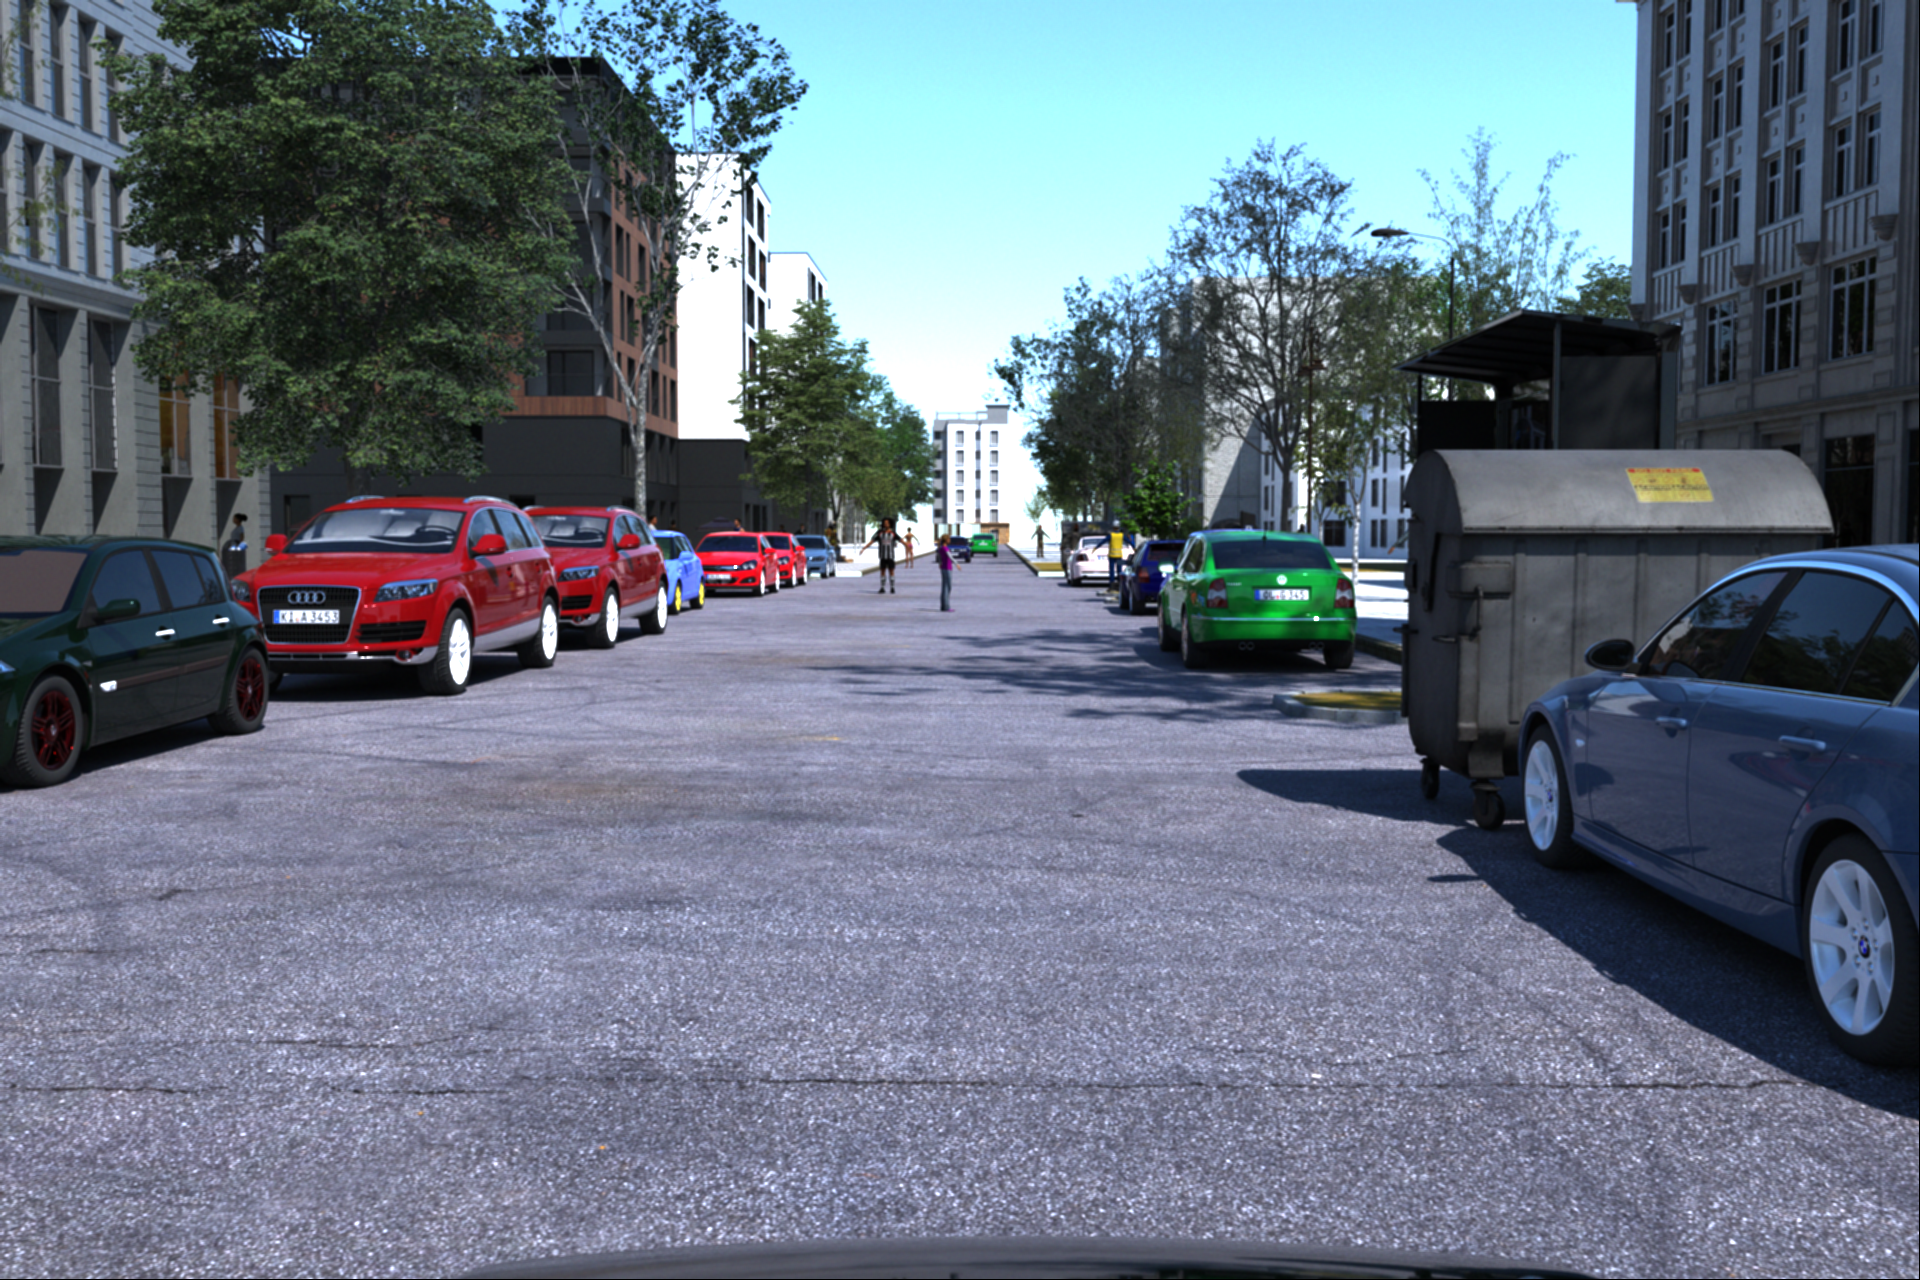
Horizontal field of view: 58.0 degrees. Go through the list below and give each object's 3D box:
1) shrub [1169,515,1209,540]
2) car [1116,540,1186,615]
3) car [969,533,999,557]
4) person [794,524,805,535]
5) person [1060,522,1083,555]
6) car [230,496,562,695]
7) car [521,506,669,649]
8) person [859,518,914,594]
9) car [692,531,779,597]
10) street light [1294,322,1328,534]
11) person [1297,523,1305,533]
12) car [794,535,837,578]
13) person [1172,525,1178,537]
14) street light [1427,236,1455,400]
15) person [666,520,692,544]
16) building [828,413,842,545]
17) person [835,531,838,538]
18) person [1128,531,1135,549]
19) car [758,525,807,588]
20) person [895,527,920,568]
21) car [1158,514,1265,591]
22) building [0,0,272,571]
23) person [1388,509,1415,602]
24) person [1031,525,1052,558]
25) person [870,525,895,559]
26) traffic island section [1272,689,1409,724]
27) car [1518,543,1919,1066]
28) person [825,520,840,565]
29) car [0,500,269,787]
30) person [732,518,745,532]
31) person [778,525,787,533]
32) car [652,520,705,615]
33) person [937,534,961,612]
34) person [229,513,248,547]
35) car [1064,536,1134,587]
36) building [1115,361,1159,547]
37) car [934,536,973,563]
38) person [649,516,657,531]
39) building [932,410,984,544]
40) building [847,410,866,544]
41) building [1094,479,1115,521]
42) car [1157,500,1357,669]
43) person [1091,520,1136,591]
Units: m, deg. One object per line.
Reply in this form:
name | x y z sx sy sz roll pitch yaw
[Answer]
shrub | 8.915 -3.873 67.368 1.661 2.075 1.752 0 3 0
car | 3.883 -1.179 31.849 1.945 1.354 3.894 0 4 1
car | 1.453 -6.076 108.139 1.959 1.807 4.718 0 4 1
person | -8.456 -5.314 92.812 1.347 1.837 0.705 -1 4 -9
person | 3.670 -2.848 55.144 1.348 1.813 0.705 -3 4 -36
car | -5.423 -0.514 17.083 2.281 1.827 5.304 0 4 1
car | -5.293 -0.894 23.297 2.281 1.827 5.304 0 4 2
person | -1.763 -2.033 41.836 1.345 1.843 0.704 1 4 10
car | -5.348 -1.942 40.791 2.155 1.783 4.494 0 4 1
street light | 7.669 -3.986 37.963 0.468 5.910 1.993 0 4 1
person | 17.925 -5.193 90.688 0.705 1.856 1.354 3 5 39
car | -5.097 -2.778 57.427 2.014 1.417 4.499 0 4 1
person | 9.560 -4.325 76.898 1.347 1.806 0.705 2 4 24
street light | 8.017 -3.295 26.418 1.470 5.913 1.316 0 4 1
person | -10.904 -3.659 65.955 1.346 1.812 0.704 0 4 6
building | -22.069 -19.338 182.638 16.747 18.905 31.486 0 4 1
person | -6.830 -5.252 91.840 0.705 1.833 1.349 2 4 30
person | 8.592 -4.951 87.067 0.704 1.817 1.347 1 4 12
car | -5.253 -2.339 47.282 2.155 1.783 4.494 0 4 1
person | -2.190 -3.903 73.072 1.217 1.733 0.721 -2 4 -35
car | 3.824 -0.916 24.566 1.945 1.707 3.694 0 4 0
building | -29.136 -16.260 43.345 11.434 29.767 29.804 0 4 2
person | 8.587 -1.632 32.518 1.345 1.849 0.704 -2 4 -33
person | 4.383 -5.377 94.188 1.348 1.796 0.705 -2 4 -31
person | -4.064 -5.144 90.326 1.346 1.802 0.704 1 4 15
traffic island section | 3.593 0.539 14.056 1.991 0.108 1.994 0 4 1
car | 3.318 0.371 5.933 2.014 1.417 4.499 0 4 2
person | -5.184 -3.949 70.330 0.705 1.858 1.354 1 4 14
car | -5.951 -0.077 11.044 2.009 1.686 4.222 0 4 1
person | -7.548 -3.212 58.692 1.345 1.807 0.704 3 5 44
person | -8.975 -4.908 86.963 1.216 1.740 0.721 1 4 16
car | -5.781 -1.356 31.769 1.945 1.707 3.694 0 4 1
person | -0.201 -1.244 32.071 0.599 1.433 0.991 -1 4 -22
person | -16.042 -1.928 38.290 0.721 1.739 1.217 -2 4 -33
car | 3.966 -2.196 48.261 2.083 1.381 4.827 0 4 1
building | 25.673 -19.289 181.839 16.747 18.905 31.486 0 4 1
car | -0.322 -4.592 87.663 1.945 1.354 3.894 0 4 1
person | -8.750 -2.651 49.505 0.704 1.810 1.344 1 4 9
building | -3.777 -24.358 257.126 11.380 20.090 16.016 1 4 11
building | -22.636 -24.453 230.735 19.493 23.208 18.063 0 4 2
building | 26.277 -23.275 211.476 19.493 23.208 18.063 0 4 1
car | 3.299 -0.673 19.794 1.959 1.807 4.718 0 4 1
person | 3.876 -2.107 43.374 1.216 1.772 0.721 -1 4 -13
